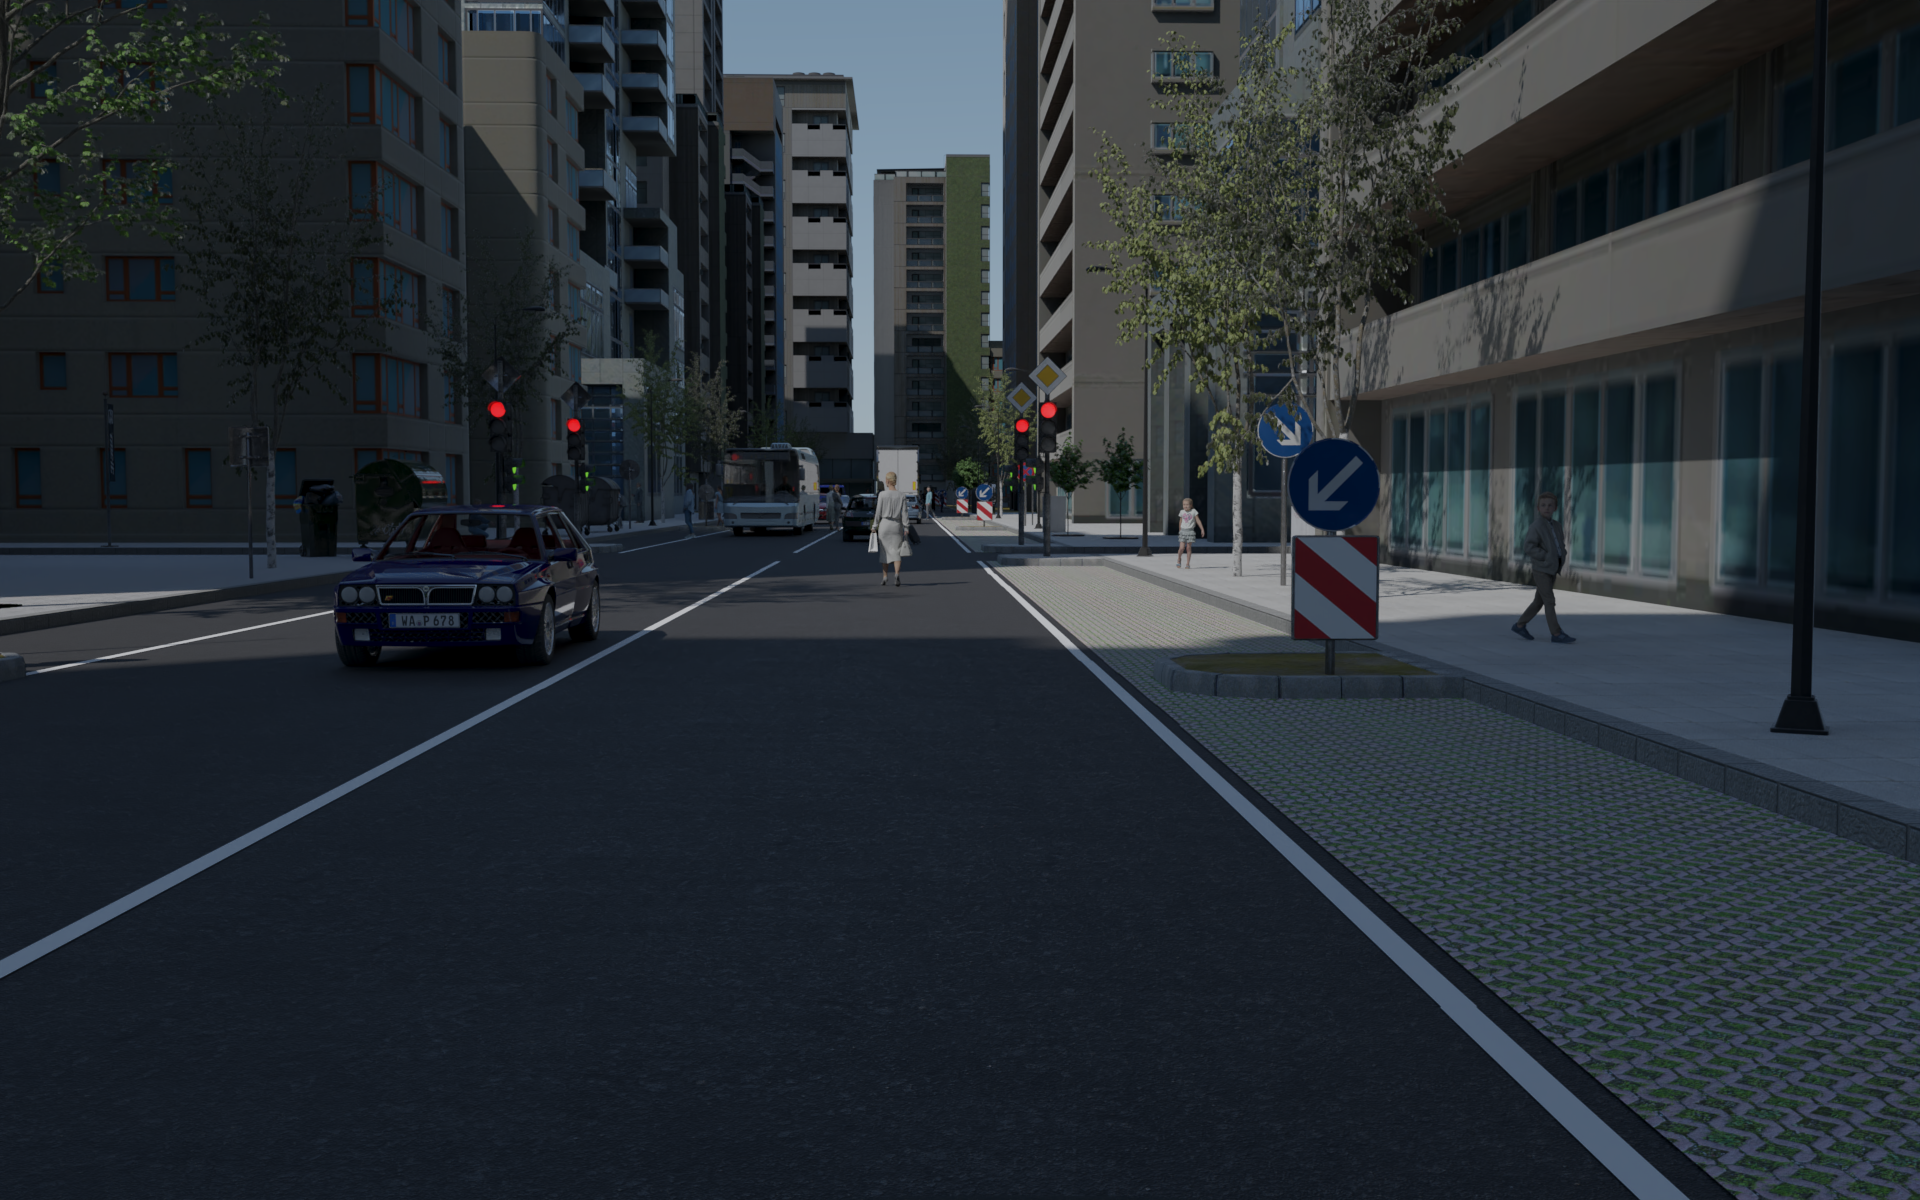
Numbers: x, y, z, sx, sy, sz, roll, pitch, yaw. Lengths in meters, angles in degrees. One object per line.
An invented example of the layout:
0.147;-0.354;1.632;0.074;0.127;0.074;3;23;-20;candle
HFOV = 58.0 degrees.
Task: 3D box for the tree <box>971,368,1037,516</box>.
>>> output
2.560;-9.194;100.690;4.737;8.622;4.395;0;3;0;tree

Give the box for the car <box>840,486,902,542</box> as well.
-2.718;-2.671;53.451;2.009;1.686;4.222;0;4;-1;car

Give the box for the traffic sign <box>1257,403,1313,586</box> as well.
4.527;-1.472;24.177;0.768;2.556;0.104;0;4;4;traffic sign

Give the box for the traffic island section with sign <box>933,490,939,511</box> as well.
-1.558;-8.361;145.334;1.989;1.847;2.006;0;4;-2;traffic island section with sign

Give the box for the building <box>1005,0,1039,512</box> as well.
10.764;-29.500;132.438;14.600;45.320;14.200;0;4;-2;building

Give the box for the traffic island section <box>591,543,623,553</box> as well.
-9.572;-1.284;43.281;2.009;0.180;2.903;0;4;-2;traffic island section

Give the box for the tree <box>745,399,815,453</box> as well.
-14.351;-11.003;130.259;4.737;8.622;4.395;0;3;0;tree

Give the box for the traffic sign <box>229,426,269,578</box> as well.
-10.766;-1.475;26.250;0.606;2.300;0.079;0;4;2;traffic sign

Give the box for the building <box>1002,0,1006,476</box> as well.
17.855;-34.496;153.247;28.713;52.752;27.495;0;4;-2;building

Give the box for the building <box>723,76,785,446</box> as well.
-26.200;-32.603;183.167;14.200;45.320;14.600;0;4;-2;building

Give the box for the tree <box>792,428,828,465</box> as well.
-17.195;-14.894;193.884;4.360;8.622;3.978;0;3;0;tree

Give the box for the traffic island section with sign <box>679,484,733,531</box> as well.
-10.028;-3.666;68.574;1.989;1.847;2.006;0;4;-2;traffic island section with sign

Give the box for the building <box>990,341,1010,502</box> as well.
17.721;-22.906;219.545;28.899;21.520;27.650;0;4;-2;building

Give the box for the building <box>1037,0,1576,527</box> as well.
15.242;-28.176;84.373;21.300;48.544;21.600;0;4;-2;building

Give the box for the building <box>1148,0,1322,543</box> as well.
21.835;-45.378;54.598;31.000;86.520;22.319;0;4;-2;building

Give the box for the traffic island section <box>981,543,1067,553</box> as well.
1.564;-1.305;43.617;2.009;0.180;2.903;0;4;-2;traffic island section

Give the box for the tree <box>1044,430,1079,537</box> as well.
3.418;-3.549;52.627;1.663;3.219;1.824;0;3;0;tree

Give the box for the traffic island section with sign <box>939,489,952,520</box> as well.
-0.013;-5.292;95.147;1.989;1.847;2.006;0;4;-2;traffic island section with sign

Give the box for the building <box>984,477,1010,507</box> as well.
18.629;-29.846;179.863;32.217;40.220;23.993;0;4;-2;building

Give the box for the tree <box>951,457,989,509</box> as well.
0.837;-10.107;148.960;4.285;4.588;4.351;0;3;0;tree

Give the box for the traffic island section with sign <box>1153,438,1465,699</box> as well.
2.508;-0.267;12.987;1.989;1.847;2.006;0;4;-2;traffic island section with sign

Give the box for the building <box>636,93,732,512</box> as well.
-24.615;-21.622;125.215;14.160;30.474;14.107;0;4;-2;building

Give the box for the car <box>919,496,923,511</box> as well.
-4.127;-8.226;146.848;2.083;1.381;4.827;0;4;-3;car

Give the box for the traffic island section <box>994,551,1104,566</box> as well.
1.810;-0.817;35.636;2.009;0.180;2.903;0;4;-2;traffic island section

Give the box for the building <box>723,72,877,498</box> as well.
-24.545;-38.420;217.410;27.495;52.752;28.713;0;4;-2;building

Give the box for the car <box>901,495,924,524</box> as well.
-2.735;-4.401;83.956;2.014;1.417;4.499;0;4;-1;car

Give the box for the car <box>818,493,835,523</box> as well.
-6.994;-4.586;84.019;2.155;1.783;4.494;0;4;-2;car

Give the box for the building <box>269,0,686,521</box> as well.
-26.654;-47.857;95.133;22.319;86.520;31.000;0;4;-2;building

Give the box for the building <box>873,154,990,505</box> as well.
-3.540;-32.263;211.089;14.086;41.232;14.154;0;4;-2;building

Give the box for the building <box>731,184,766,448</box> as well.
-25.635;-23.777;160.455;14.160;30.474;14.107;0;4;-2;building

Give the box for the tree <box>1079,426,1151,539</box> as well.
4.705;-3.349;49.360;1.663;3.219;1.824;0;3;0;tree

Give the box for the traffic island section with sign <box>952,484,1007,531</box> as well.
0.822;-3.644;68.205;1.989;1.847;2.006;0;4;-2;traffic island section with sign

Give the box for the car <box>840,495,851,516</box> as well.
-7.325;-5.622;104.279;2.083;1.381;4.827;0;4;0;car

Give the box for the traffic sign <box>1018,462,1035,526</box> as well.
2.625;-4.245;69.505;0.768;2.556;0.104;0;4;1;traffic sign

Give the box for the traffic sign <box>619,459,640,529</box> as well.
-12.151;-3.890;63.701;0.768;2.556;0.104;0;4;2;traffic sign

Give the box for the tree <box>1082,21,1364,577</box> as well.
4.069;-4.668;26.678;4.737;8.622;4.395;0;3;0;tree

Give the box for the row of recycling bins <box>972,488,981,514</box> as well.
1.238;-6.584;114.754;1.069;1.692;3.534;0;4;-3;row of recycling bins

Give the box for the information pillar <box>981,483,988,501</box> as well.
1.594;-6.575;111.985;0.304;2.012;0.304;3;4;36;information pillar

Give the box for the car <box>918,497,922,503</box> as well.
-4.060;-7.923;141.538;2.014;1.417;4.499;0;4;-3;car

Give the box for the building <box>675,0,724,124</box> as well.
-27.807;-42.998;141.273;20.563;71.187;20.611;0;4;-2;building

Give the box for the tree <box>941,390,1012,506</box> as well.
1.780;-10.499;122.024;4.360;8.622;3.978;0;3;0;tree

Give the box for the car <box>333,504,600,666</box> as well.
-4.358;-0.190;15.681;1.945;1.354;3.894;0;4;-3;car

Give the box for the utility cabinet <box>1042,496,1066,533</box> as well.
3.146;-2.860;57.920;0.306;1.237;1.020;3;4;37;utility cabinet

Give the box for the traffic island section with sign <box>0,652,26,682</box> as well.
-8.306;-0.271;13.053;1.989;1.847;2.006;0;4;-2;traffic island section with sign

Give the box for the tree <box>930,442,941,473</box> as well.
0.146;-13.229;166.652;4.360;8.622;3.978;0;3;0;tree

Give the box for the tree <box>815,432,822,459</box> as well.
-14.994;-12.798;159.609;4.737;8.622;4.395;0;3;0;tree

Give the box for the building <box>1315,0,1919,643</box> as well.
17.679;-24.309;21.158;21.300;48.544;21.600;0;4;-2;building

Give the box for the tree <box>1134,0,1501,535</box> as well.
4.492;-4.316;20.930;4.360;8.622;3.978;0;3;0;tree

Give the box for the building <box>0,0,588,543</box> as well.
-29.351;-13.095;59.138;27.650;21.520;28.899;0;4;-2;building
